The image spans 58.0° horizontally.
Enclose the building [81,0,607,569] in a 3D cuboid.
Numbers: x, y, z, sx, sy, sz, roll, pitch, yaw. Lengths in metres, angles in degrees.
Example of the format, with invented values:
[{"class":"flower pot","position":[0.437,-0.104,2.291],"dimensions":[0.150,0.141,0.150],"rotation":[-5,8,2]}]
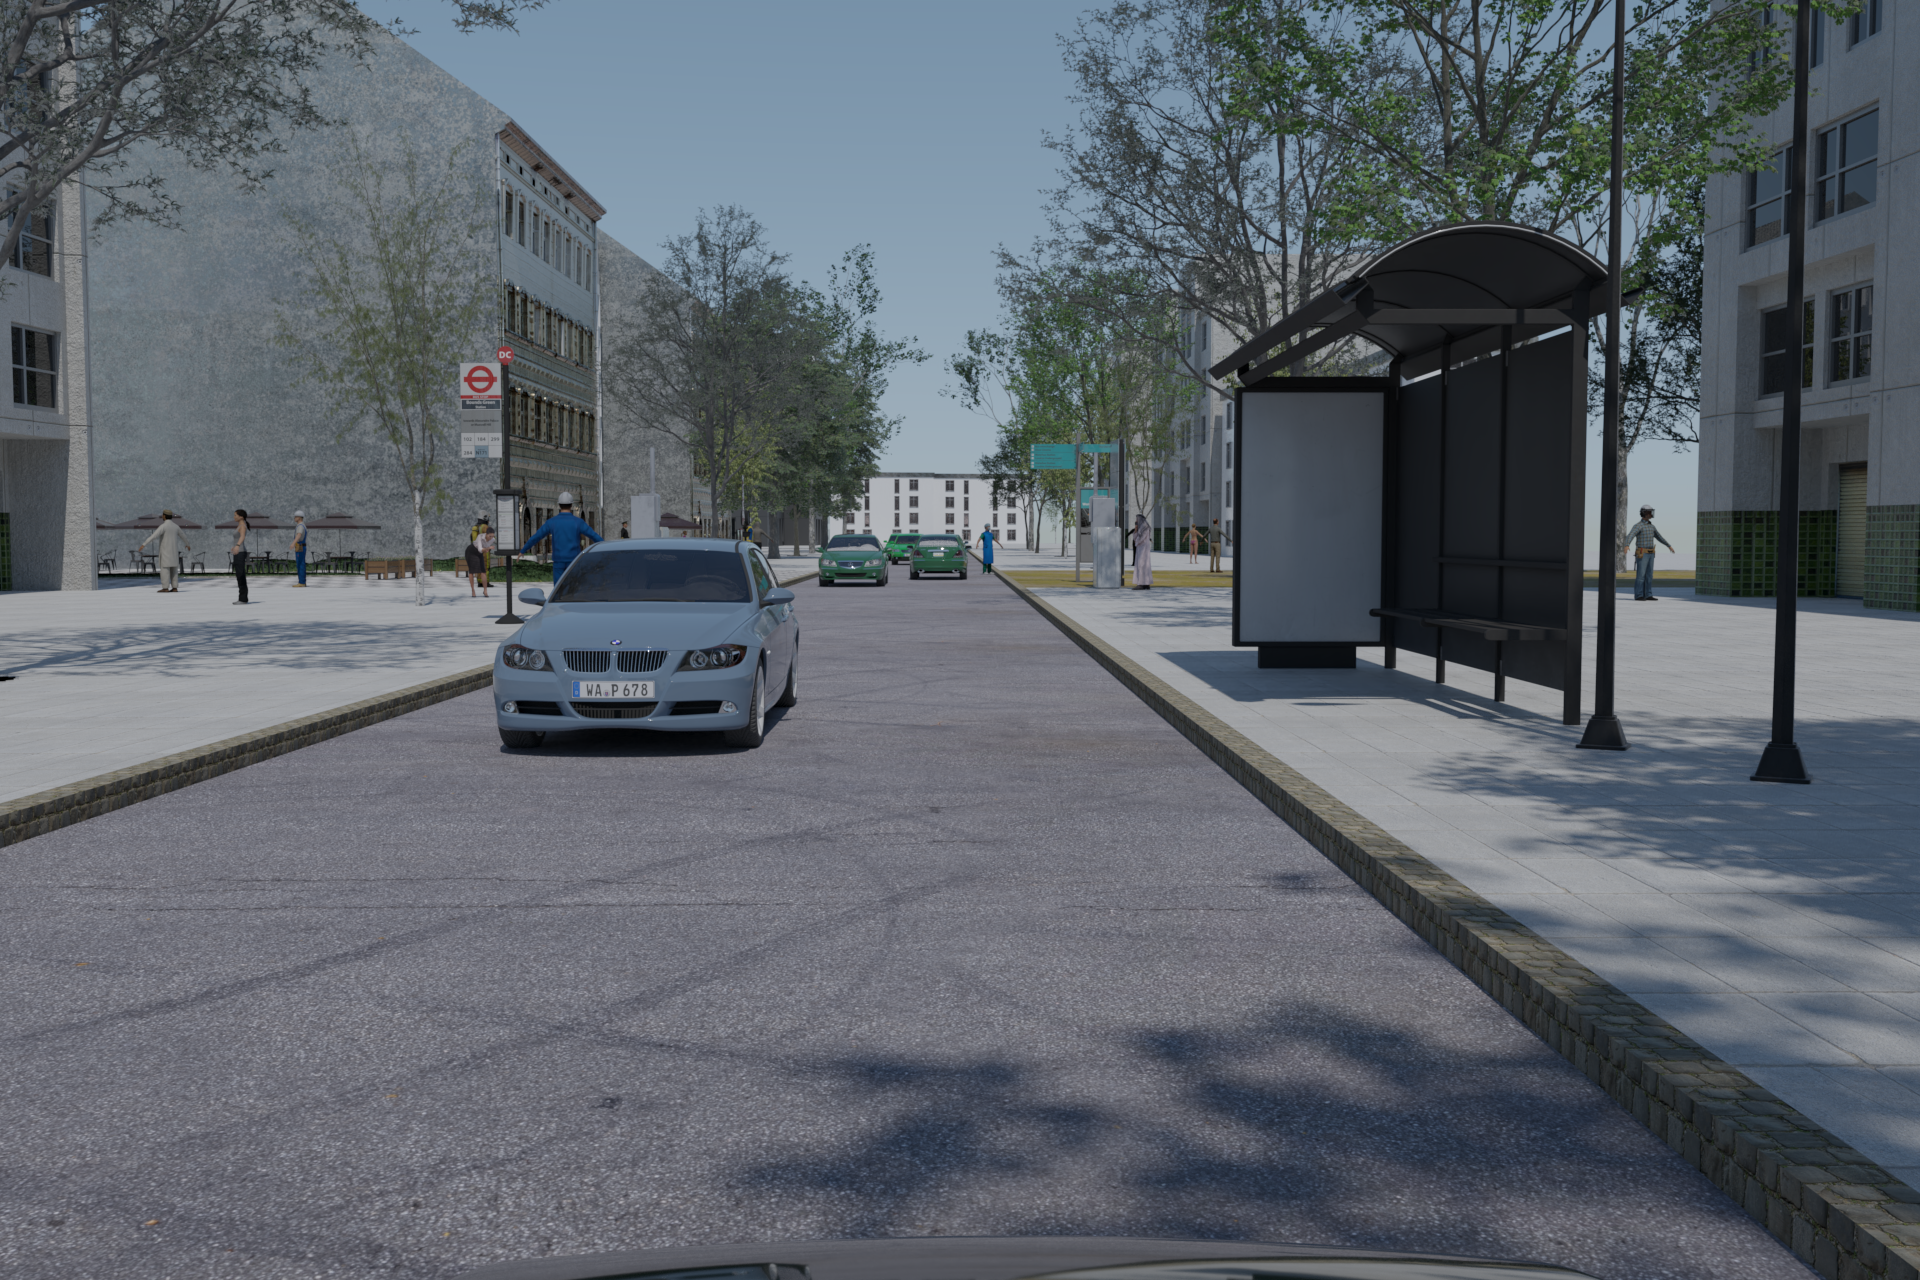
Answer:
[{"class":"building","position":[-26.130,-14.743,71.985],"dimensions":[19.493,23.208,18.063],"rotation":[0,4,-1]}]

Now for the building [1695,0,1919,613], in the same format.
[{"class":"building","position":[24.031,-9.419,20.465],"dimensions":[16.747,18.905,31.486],"rotation":[0,4,0]}]

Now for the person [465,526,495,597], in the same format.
[{"class":"person","position":[-9.635,-1.572,34.938],"dimensions":[0.799,1.438,0.628],"rotation":[1,4,9]}]

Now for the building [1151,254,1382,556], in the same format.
[{"class":"building","position":[23.194,-15.387,118.042],"dimensions":[16.747,18.905,31.486],"rotation":[0,3,0]}]

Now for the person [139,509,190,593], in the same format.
[{"class":"person","position":[-17.370,-1.949,37.960],"dimensions":[0.704,1.819,1.344],"rotation":[2,4,24]}]

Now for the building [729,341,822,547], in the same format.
[{"class":"building","position":[-29.826,-21.029,187.793],"dimensions":[27.936,21.610,32.646],"rotation":[0,4,-1]}]

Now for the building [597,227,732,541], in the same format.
[{"class":"building","position":[-26.481,-17.691,120.172],"dimensions":[19.493,23.208,18.063],"rotation":[0,4,0]}]

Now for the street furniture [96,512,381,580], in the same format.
[{"class":"street furniture","position":[-31.380,-2.644,48.265],"dimensions":[27.439,1.986,14.083],"rotation":[0,4,-4]}]

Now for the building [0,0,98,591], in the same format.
[{"class":"building","position":[-27.828,-9.580,23.090],"dimensions":[16.747,18.905,31.486],"rotation":[0,4,-1]}]

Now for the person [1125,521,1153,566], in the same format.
[{"class":"person","position":[7.053,-3.847,69.087],"dimensions":[1.347,1.806,0.705],"rotation":[-1,4,-9]}]

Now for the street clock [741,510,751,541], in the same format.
[{"class":"street clock","position":[-6.527,-2.945,52.713],"dimensions":[0.358,2.002,0.471],"rotation":[0,4,1]}]

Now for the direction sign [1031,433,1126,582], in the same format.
[{"class":"direction sign","position":[3.149,-3.459,45.311],"dimensions":[2.525,3.948,1.411],"rotation":[0,4,-2]}]

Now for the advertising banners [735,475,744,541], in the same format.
[{"class":"advertising banners","position":[-6.403,-3.322,50.508],"dimensions":[0.090,3.025,2.074],"rotation":[0,4,-1]}]

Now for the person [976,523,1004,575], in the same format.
[{"class":"person","position":[0.999,-3.218,61.194],"dimensions":[0.704,1.817,1.347],"rotation":[3,5,45]}]

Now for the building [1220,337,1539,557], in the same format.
[{"class":"building","position":[19.879,-8.903,87.718],"dimensions":[9.099,9.664,28.070],"rotation":[0,4,0]}]

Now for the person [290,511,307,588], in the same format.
[{"class":"person","position":[-15.909,-2.192,41.695],"dimensions":[0.705,1.847,1.347],"rotation":[-1,4,-12]}]

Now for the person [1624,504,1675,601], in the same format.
[{"class":"person","position":[13.182,-1.677,33.260],"dimensions":[1.345,1.849,0.704],"rotation":[-2,4,-28]}]

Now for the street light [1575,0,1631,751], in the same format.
[{"class":"street light","position":[4.411,-2.305,10.236],"dimensions":[1.470,5.913,1.316],"rotation":[0,4,-1]}]

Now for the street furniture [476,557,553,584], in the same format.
[{"class":"street furniture","position":[-9.881,-1.976,47.927],"dimensions":[5.734,0.657,10.072],"rotation":[0,4,2]}]

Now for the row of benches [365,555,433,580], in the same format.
[{"class":"row of benches","position":[-16.216,-2.116,50.063],"dimensions":[1.422,0.672,4.104],"rotation":[0,4,1]}]

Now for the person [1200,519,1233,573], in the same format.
[{"class":"person","position":[8.493,-3.131,57.459],"dimensions":[1.348,1.796,0.705],"rotation":[3,5,42]}]

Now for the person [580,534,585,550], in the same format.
[{"class":"person","position":[-12.457,-3.064,56.227],"dimensions":[0.704,1.812,1.346],"rotation":[-3,4,-37]}]

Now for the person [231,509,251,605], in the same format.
[{"class":"person","position":[-13.197,-1.514,31.570],"dimensions":[0.721,1.737,1.217],"rotation":[-2,4,-24]}]

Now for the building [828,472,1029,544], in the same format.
[{"class":"building","position":[-4.149,-17.828,236.098],"dimensions":[28.070,9.664,9.099],"rotation":[-1,4,-9]}]

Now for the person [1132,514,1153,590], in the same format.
[{"class":"person","position":[4.165,-2.023,39.789],"dimensions":[0.621,1.740,0.551],"rotation":[-1,4,-19]}]

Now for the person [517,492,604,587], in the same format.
[{"class":"person","position":[-5.274,-1.061,23.228],"dimensions":[1.347,1.842,0.705],"rotation":[0,4,-5]}]

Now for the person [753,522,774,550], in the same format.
[{"class":"person","position":[-8.621,-4.136,73.760],"dimensions":[1.348,1.813,0.705],"rotation":[0,4,5]}]

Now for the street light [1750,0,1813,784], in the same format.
[{"class":"street light","position":[4.834,-2.222,8.867],"dimensions":[1.470,5.913,1.316],"rotation":[0,4,0]}]

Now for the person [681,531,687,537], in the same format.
[{"class":"person","position":[-11.479,-3.884,72.773],"dimensions":[0.599,1.433,0.991],"rotation":[-1,4,-18]}]

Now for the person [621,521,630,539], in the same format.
[{"class":"person","position":[-14.147,-4.118,73.259],"dimensions":[0.705,1.837,1.347],"rotation":[0,4,4]}]

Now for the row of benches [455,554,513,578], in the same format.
[{"class":"row of benches","position":[-14.500,-2.282,52.777],"dimensions":[1.422,0.672,4.104],"rotation":[0,4,1]}]

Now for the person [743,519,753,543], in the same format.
[{"class":"person","position":[-7.091,-3.162,57.664],"dimensions":[0.705,1.833,1.349],"rotation":[-1,4,-18]}]

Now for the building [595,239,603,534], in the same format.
[{"class":"building","position":[-27.644,-14.746,97.521],"dimensions":[16.016,20.090,11.380],"rotation":[0,4,-1]}]

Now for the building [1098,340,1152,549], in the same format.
[{"class":"building","position":[22.902,-18.297,165.606],"dimensions":[16.747,18.905,31.486],"rotation":[0,4,0]}]

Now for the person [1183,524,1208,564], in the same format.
[{"class":"person","position":[10.148,-4.163,74.874],"dimensions":[1.217,1.733,0.721],"rotation":[3,4,37]}]

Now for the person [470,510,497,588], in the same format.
[{"class":"person","position":[-11.439,-2.196,41.680],"dimensions":[1.354,1.858,0.705],"rotation":[3,5,43]}]
